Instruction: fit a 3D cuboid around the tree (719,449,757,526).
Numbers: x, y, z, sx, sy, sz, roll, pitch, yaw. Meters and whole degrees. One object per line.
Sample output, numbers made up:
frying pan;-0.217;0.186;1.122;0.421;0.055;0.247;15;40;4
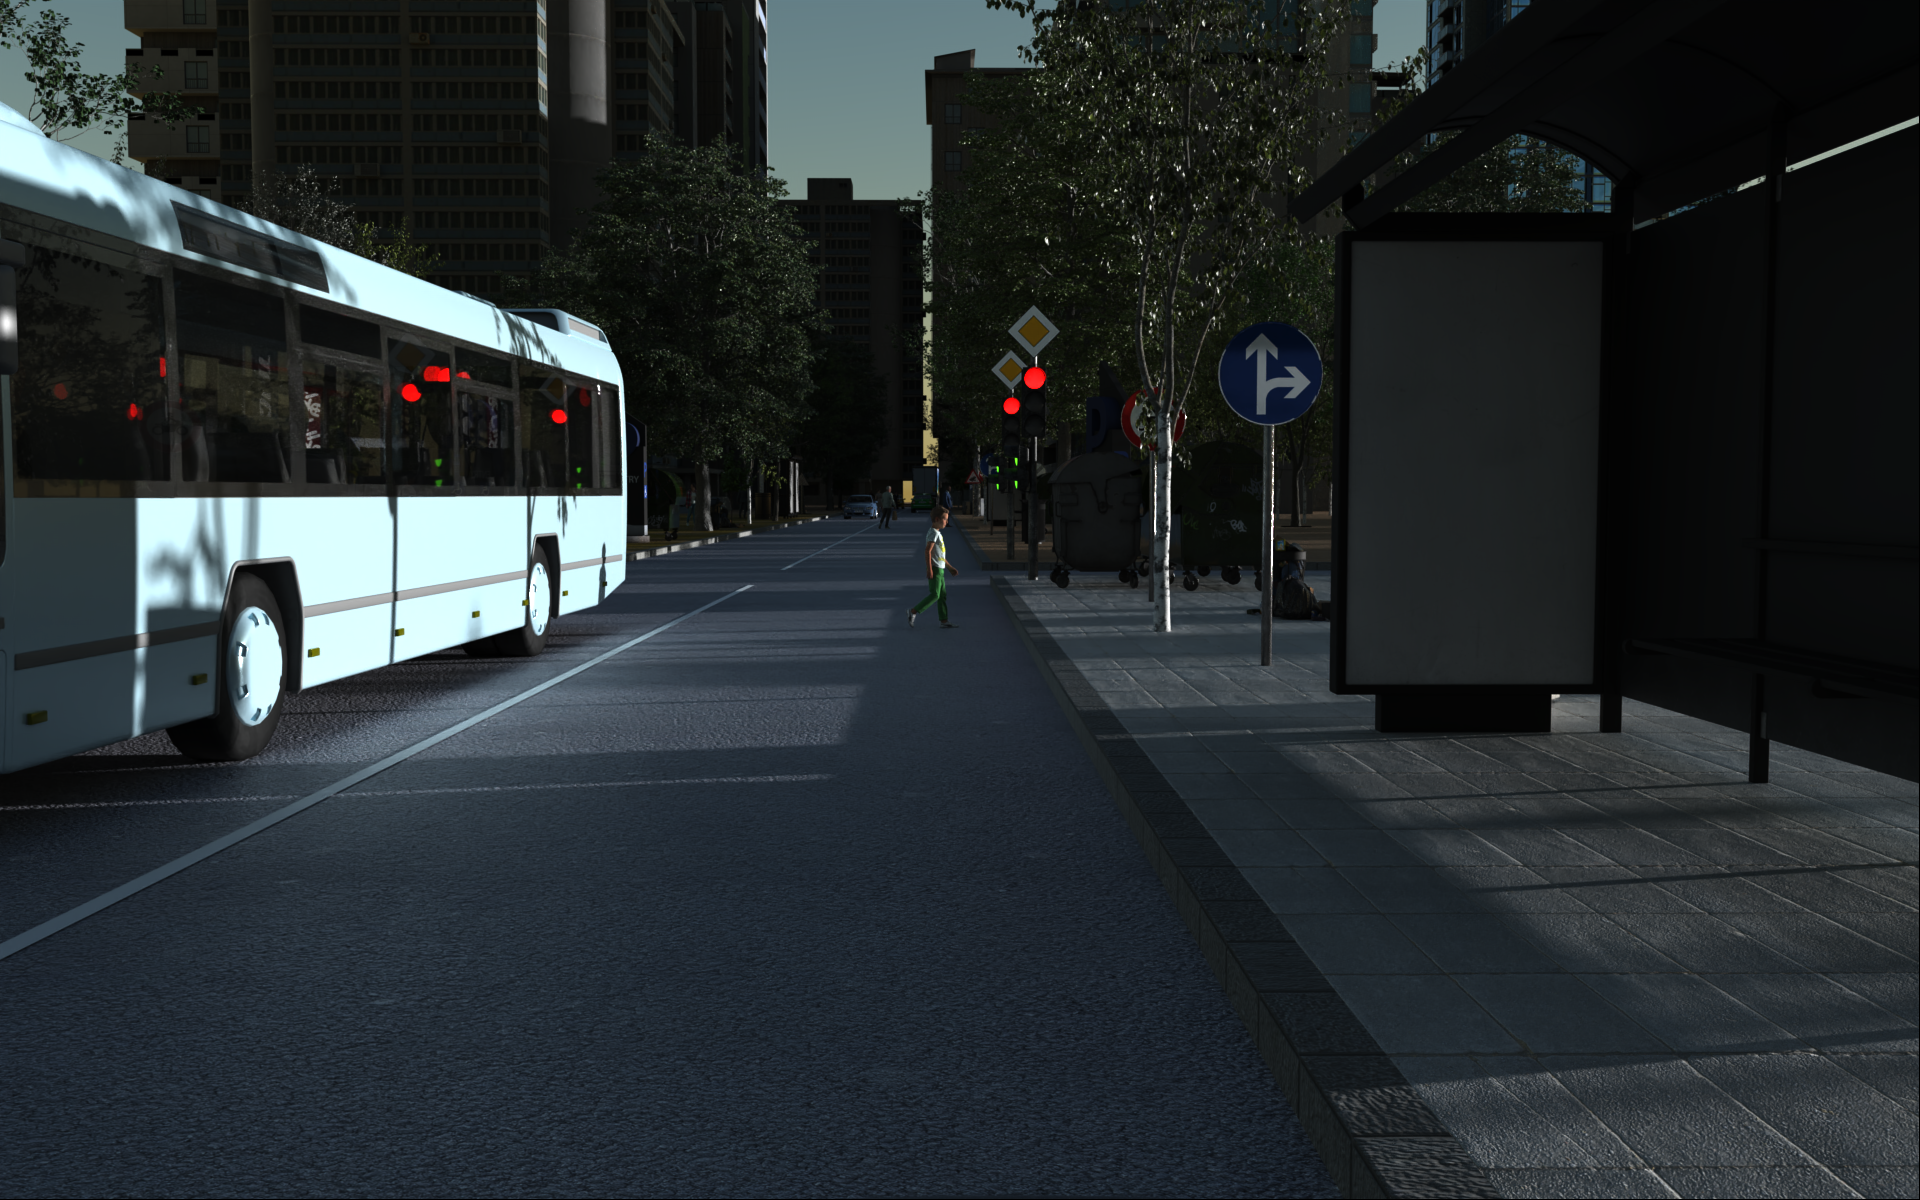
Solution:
tree;-9.164;-4.558;69.119;1.663;3.219;1.824;0;3;0

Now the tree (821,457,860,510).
tree;-9.852;-9.833;144.487;4.285;4.588;4.351;0;3;0

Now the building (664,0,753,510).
building;-24.568;-27.864;139.174;14.154;41.232;14.086;0;4;-1

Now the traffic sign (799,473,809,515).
traffic sign;-9.663;-6.466;105.729;0.884;2.594;0.081;0;4;5

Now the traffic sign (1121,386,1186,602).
traffic sign;2.290;-1.252;20.574;0.768;2.556;0.104;0;4;4

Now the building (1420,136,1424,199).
building;52.660;-36.239;212.119;30.456;49.044;23.786;0;4;-1

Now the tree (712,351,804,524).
tree;-8.942;-7.568;74.099;4.737;8.622;4.395;0;3;0

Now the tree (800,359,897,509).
tree;-10.626;-14.873;153.538;12.009;13.543;11.850;0;3;0

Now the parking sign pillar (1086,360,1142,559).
parking sign pillar;2.942;-2.806;34.345;1.447;3.967;1.447;-1;4;-17

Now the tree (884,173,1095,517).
tree;1.807;-14.906;99.603;12.611;20.169;13.585;0;3;0

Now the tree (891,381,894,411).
tree;-9.946;-13.883;133.634;9.857;13.997;8.962;0;3;0

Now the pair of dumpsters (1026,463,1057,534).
pair of dumpsters;3.047;-3.313;56.665;1.574;2.255;4.437;0;4;-1

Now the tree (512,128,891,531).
tree;-9.007;-9.363;59.748;9.857;13.997;8.962;0;3;0

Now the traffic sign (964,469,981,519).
traffic sign;0.669;-5.384;88.026;0.884;2.594;0.081;0;4;3

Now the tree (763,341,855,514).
tree;-10.244;-11.301;110.533;9.928;11.665;9.643;0;3;0

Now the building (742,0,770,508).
building;-32.726;-38.111;165.110;28.212;58.520;21.231;0;4;-1

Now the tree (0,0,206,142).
tree;-27.971;-11.761;48.189;12.611;20.169;13.585;0;3;0

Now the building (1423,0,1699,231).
building;59.480;-52.155;165.397;31.000;86.520;22.319;0;4;-1

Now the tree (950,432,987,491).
tree;1.097;-11.114;132.073;4.737;8.622;4.395;0;3;0

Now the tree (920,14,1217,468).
tree;2.828;-7.543;41.455;7.486;12.596;7.792;0;3;0

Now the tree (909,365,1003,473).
tree;0.771;-11.581;123.769;7.601;10.594;8.767;3;4;37

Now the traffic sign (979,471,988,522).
traffic sign;1.241;-4.803;78.632;0.768;2.556;0.104;0;4;5

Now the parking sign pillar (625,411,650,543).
parking sign pillar;-8.954;-3.503;45.754;1.447;3.967;1.447;0;4;1

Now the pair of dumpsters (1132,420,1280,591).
pair of dumpsters;3.423;-1.364;24.789;1.574;2.255;4.437;0;4;-1

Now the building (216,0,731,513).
building;-32.961;-26.190;120.093;32.217;40.220;23.993;0;4;-1

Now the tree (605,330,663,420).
tree;-20.642;-10.722;101.068;9.928;11.665;9.643;0;3;0

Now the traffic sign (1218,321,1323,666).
traffic sign;2.293;-0.782;12.888;0.768;2.556;0.104;0;4;3

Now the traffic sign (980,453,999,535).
traffic sign;0.994;-3.297;54.013;0.768;2.556;0.104;0;4;3

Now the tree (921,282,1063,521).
tree;1.697;-9.614;82.942;9.928;11.665;9.643;0;3;0

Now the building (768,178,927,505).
building;-16.214;-32.036;215.665;23.993;40.220;32.217;0;4;-1

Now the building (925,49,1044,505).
building;9.542;-38.244;214.523;27.495;52.752;28.713;0;4;-1

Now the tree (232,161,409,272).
tree;-24.871;-9.412;64.261;12.009;13.543;11.850;0;3;0

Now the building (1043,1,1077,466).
building;19.255;-33.145;165.621;21.300;48.544;21.600;0;4;-1

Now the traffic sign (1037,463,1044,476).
traffic sign;3.106;-4.281;70.100;0.768;2.556;0.104;0;4;1

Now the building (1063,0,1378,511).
building;19.985;-31.796;139.478;23.786;49.044;30.456;0;4;-1

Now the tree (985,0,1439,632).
tree;2.117;-4.016;16.017;4.360;8.622;3.978;0;3;0

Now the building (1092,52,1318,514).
building;15.790;-21.134;117.239;14.160;30.474;14.107;0;4;-1

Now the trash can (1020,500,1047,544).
trash can;1.893;-2.017;44.638;0.748;1.137;0.748;0;3;0

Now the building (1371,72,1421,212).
building;36.458;-29.798;170.796;14.086;41.232;14.154;0;4;-1

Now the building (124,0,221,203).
building;-60.592;-35.023;161.864;27.495;52.752;28.713;0;4;-1

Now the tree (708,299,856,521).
tree;-8.405;-9.006;81.667;7.601;10.594;8.767;-1;4;-9

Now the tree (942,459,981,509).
tree;0.192;-9.935;146.147;4.285;4.588;4.351;0;3;0
